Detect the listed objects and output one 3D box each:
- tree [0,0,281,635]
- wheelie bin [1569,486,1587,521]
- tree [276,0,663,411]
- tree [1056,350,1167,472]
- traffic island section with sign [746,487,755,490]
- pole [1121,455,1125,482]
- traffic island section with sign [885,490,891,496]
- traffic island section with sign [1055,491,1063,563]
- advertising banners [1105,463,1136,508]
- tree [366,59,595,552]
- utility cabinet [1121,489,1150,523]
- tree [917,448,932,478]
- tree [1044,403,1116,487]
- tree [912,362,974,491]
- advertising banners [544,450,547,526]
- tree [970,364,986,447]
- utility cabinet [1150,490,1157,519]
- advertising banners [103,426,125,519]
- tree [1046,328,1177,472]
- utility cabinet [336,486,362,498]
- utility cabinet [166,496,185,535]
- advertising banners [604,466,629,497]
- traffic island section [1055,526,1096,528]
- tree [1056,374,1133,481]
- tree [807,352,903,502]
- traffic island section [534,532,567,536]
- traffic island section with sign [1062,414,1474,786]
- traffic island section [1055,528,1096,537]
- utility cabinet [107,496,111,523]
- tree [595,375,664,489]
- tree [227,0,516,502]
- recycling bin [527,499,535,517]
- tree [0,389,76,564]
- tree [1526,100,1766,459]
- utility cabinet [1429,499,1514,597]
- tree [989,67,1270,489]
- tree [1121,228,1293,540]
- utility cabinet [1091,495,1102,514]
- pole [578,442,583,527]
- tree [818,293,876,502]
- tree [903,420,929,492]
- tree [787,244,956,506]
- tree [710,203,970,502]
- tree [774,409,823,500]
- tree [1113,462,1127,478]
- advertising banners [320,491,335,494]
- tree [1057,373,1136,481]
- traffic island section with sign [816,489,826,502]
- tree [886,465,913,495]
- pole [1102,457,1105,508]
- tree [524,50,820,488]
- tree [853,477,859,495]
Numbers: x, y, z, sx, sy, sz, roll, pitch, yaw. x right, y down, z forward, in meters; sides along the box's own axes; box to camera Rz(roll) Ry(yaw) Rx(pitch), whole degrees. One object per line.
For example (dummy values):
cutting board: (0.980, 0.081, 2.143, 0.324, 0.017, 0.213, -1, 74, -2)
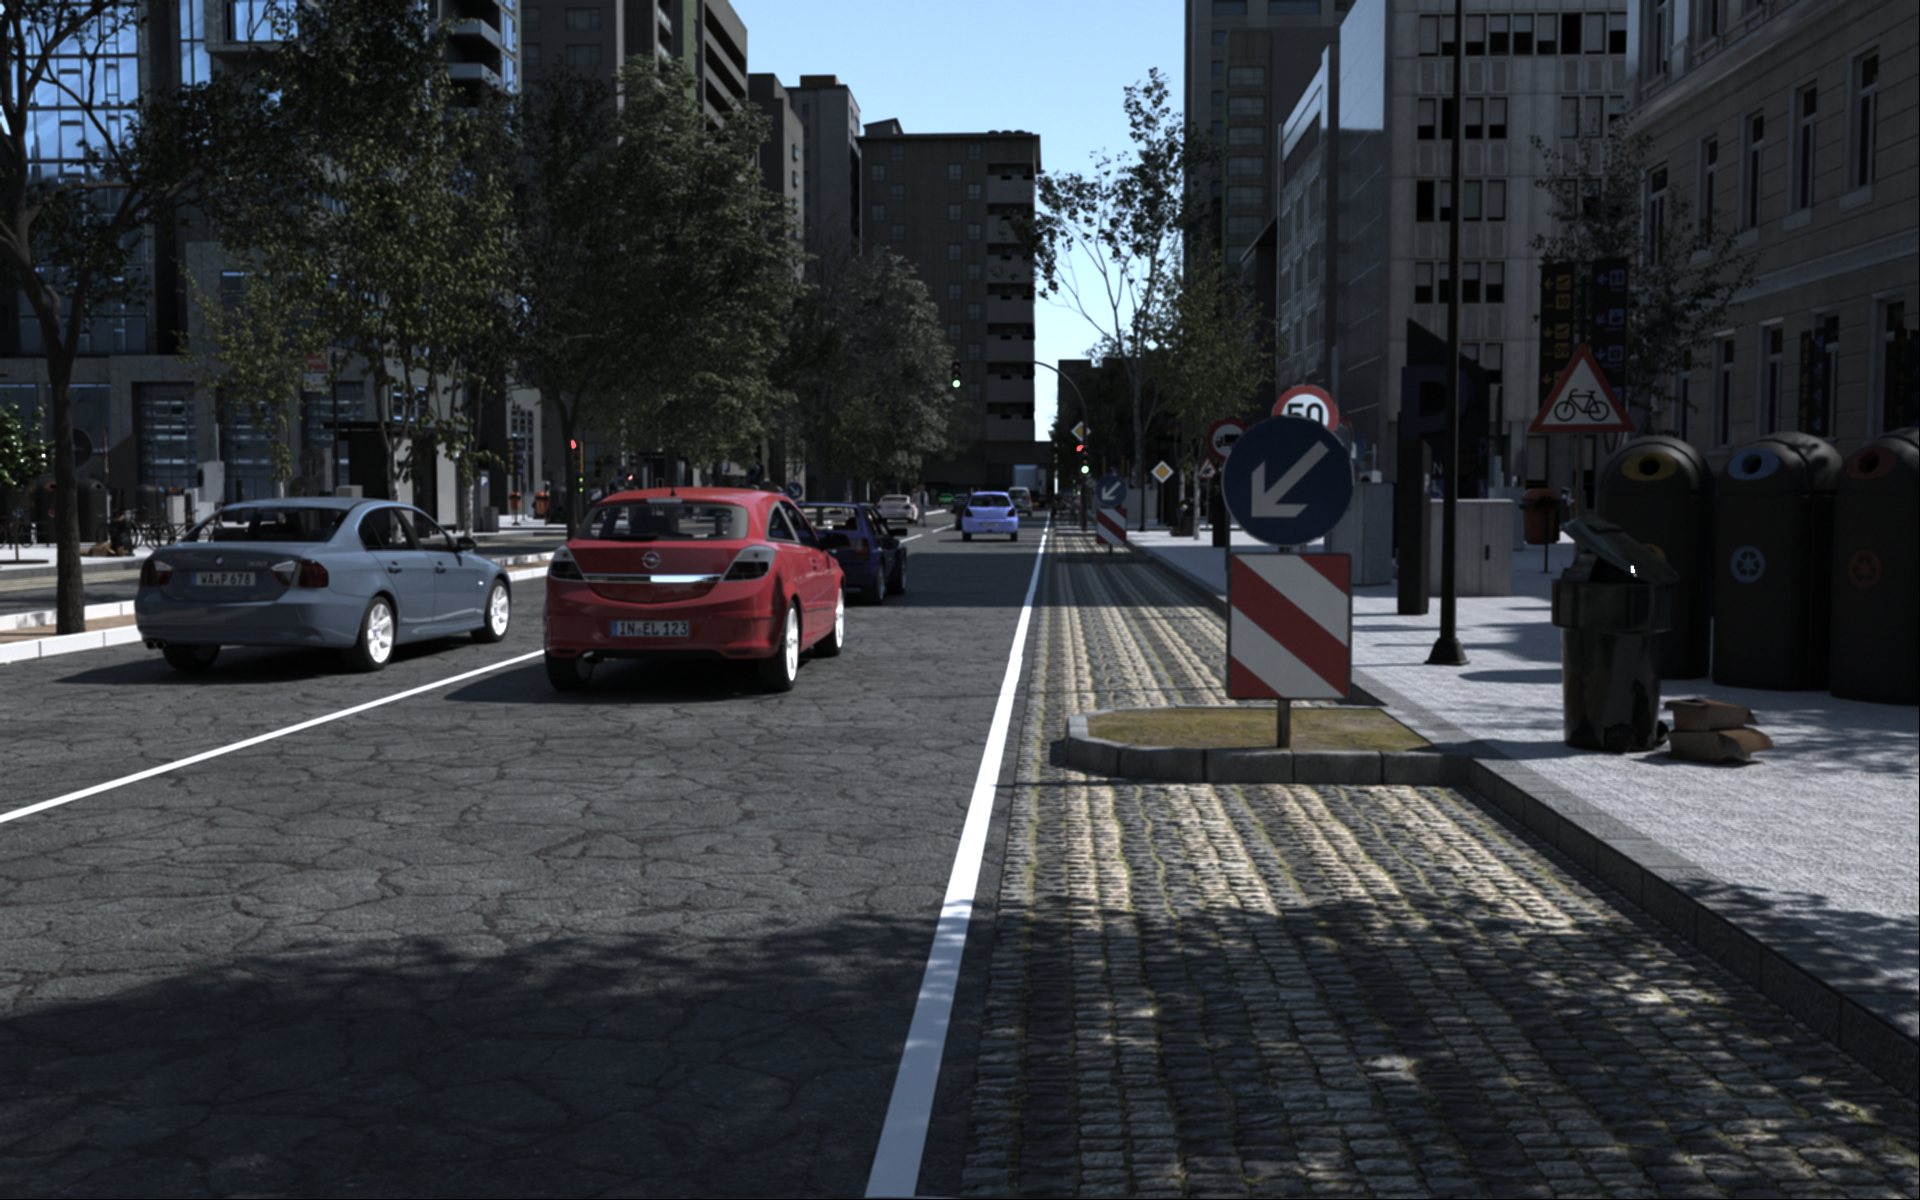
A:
tree: (-8.990, -4.939, 17.625, 8.767, 10.594, 7.601, 0, 4, 3)
wheelie bin: (23.536, -3.568, 66.243, 0.693, 1.594, 0.980, -1, 4, -23)
tree: (-7.872, -6.032, 35.496, 8.767, 10.594, 7.601, 0, 4, 3)
tree: (9.859, -10.855, 111.896, 7.601, 10.594, 8.767, -1, 4, -9)
traffic island section with sign: (-11.230, -5.125, 92.415, 1.989, 1.847, 2.006, 0, 4, 3)
pole: (8.577, -5.949, 91.112, 0.158, 3.312, 0.155, 0, 3, 0)
traffic island section with sign: (-7.014, -9.846, 169.604, 1.989, 1.847, 2.006, 0, 4, 3)
traffic island section with sign: (3.039, -1.696, 36.359, 1.989, 1.847, 2.006, 0, 4, 3)
advertising banners: (9.059, -6.218, 97.859, 2.074, 3.025, 0.090, 0, 4, 7)
tree: (-8.367, -4.690, 29.504, 4.360, 8.622, 3.978, 0, 3, 0)
utility cabinet: (7.673, -4.137, 76.320, 1.173, 1.500, 0.318, -2, 4, -29)
tree: (-7.522, -17.307, 217.375, 8.767, 10.594, 7.601, -2, 4, -25)
tree: (15.518, -19.088, 218.739, 9.857, 13.997, 8.962, 0, 3, 0)
tree: (-2.751, -12.283, 129.042, 9.928, 11.665, 9.643, 0, 3, 0)
advertising banners: (-16.765, -4.517, 70.034, 0.090, 3.025, 2.074, -1, 4, -14)
tree: (-3.306, -12.476, 116.807, 12.009, 13.543, 11.850, 0, 3, 0)
utility cabinet: (9.364, -4.824, 87.545, 1.173, 1.500, 0.318, 1, 4, 23)
advertising banners: (-21.616, -2.939, 44.236, 0.090, 3.025, 2.074, -3, 4, -37)
tree: (10.977, -13.304, 127.884, 12.009, 13.543, 11.850, 0, 3, 0)
utility cabinet: (-16.345, -2.303, 46.334, 0.318, 1.500, 1.173, -3, 4, -39)
utility cabinet: (-23.624, -2.542, 52.723, 0.306, 1.237, 1.020, 2, 4, 27)
advertising banners: (-21.209, -6.794, 107.274, 2.074, 3.025, 0.090, 2, 4, 25)
traffic island section: (4.677, -2.723, 66.802, 2.009, 0.180, 2.903, 0, 4, 3)
tree: (12.076, -13.639, 148.754, 9.928, 11.665, 9.643, 0, 3, 0)
tree: (-5.205, -7.884, 81.715, 4.737, 8.622, 4.395, 0, 3, 0)
traffic island section: (-13.322, -2.294, 59.787, 2.009, 0.180, 2.903, 0, 4, 3)
traffic island section with sign: (1.575, -0.050, 9.444, 1.989, 1.847, 2.006, 0, 4, 3)
traffic island section: (4.243, -2.235, 58.829, 2.009, 0.180, 2.903, 0, 4, 3)
utility cabinet: (-34.519, -3.574, 69.595, 0.306, 1.237, 1.020, 3, 4, 37)
tree: (-14.785, -7.742, 76.941, 4.737, 8.622, 4.395, 0, 3, 0)
tree: (-7.900, -4.347, 23.892, 4.737, 8.622, 4.395, 0, 3, 0)
recycling bin: (-23.426, -5.066, 95.388, 0.722, 1.027, 0.722, 0, 4, -6)
tree: (-17.576, -2.287, 32.000, 1.663, 3.219, 1.824, 0, 3, 0)
tree: (12.504, -5.036, 32.698, 4.360, 8.622, 3.978, 0, 3, 0)
utility cabinet: (6.386, -0.646, 21.717, 1.020, 1.237, 0.306, 0, 4, 5)
tree: (7.692, -13.695, 79.803, 12.611, 20.169, 13.585, 0, 3, 0)
tree: (6.725, -5.970, 47.975, 4.737, 8.622, 4.395, 0, 3, 0)
utility cabinet: (8.906, -6.177, 112.149, 0.306, 1.237, 1.020, -2, 4, -32)
pole: (-14.744, -4.491, 67.263, 0.158, 3.312, 0.155, 0, 3, 0)
tree: (-7.267, -7.079, 52.612, 8.767, 10.594, 7.601, 0, 4, 3)
tree: (-3.758, -9.445, 107.249, 4.737, 8.622, 4.395, 0, 3, 0)
tree: (-5.027, -10.998, 88.936, 9.857, 13.997, 8.962, 0, 3, 0)
tree: (-5.925, -9.792, 72.932, 12.009, 13.543, 11.850, 0, 3, 0)
tree: (-12.112, -10.968, 129.694, 4.360, 8.622, 3.978, 0, 3, 0)
tree: (9.536, -6.716, 104.400, 1.663, 3.219, 1.824, 0, 3, 0)
advertising banners: (-25.176, -4.556, 70.678, 2.074, 3.025, 0.090, 0, 4, 2)
tree: (12.739, -14.934, 162.294, 7.486, 12.596, 7.792, 0, 3, 0)
traffic island section with sign: (-9.680, -6.845, 120.537, 1.989, 1.847, 2.006, 0, 4, 3)
tree: (-9.530, -13.866, 161.125, 7.601, 10.594, 8.767, -2, 4, -27)
pole: (7.886, -6.180, 94.886, 0.158, 3.312, 0.155, 0, 3, 0)
tree: (-7.555, -7.605, 44.927, 7.486, 12.596, 7.792, 0, 3, 0)
tree: (-10.293, -10.979, 174.109, 1.663, 3.219, 1.824, 0, 3, 0)
